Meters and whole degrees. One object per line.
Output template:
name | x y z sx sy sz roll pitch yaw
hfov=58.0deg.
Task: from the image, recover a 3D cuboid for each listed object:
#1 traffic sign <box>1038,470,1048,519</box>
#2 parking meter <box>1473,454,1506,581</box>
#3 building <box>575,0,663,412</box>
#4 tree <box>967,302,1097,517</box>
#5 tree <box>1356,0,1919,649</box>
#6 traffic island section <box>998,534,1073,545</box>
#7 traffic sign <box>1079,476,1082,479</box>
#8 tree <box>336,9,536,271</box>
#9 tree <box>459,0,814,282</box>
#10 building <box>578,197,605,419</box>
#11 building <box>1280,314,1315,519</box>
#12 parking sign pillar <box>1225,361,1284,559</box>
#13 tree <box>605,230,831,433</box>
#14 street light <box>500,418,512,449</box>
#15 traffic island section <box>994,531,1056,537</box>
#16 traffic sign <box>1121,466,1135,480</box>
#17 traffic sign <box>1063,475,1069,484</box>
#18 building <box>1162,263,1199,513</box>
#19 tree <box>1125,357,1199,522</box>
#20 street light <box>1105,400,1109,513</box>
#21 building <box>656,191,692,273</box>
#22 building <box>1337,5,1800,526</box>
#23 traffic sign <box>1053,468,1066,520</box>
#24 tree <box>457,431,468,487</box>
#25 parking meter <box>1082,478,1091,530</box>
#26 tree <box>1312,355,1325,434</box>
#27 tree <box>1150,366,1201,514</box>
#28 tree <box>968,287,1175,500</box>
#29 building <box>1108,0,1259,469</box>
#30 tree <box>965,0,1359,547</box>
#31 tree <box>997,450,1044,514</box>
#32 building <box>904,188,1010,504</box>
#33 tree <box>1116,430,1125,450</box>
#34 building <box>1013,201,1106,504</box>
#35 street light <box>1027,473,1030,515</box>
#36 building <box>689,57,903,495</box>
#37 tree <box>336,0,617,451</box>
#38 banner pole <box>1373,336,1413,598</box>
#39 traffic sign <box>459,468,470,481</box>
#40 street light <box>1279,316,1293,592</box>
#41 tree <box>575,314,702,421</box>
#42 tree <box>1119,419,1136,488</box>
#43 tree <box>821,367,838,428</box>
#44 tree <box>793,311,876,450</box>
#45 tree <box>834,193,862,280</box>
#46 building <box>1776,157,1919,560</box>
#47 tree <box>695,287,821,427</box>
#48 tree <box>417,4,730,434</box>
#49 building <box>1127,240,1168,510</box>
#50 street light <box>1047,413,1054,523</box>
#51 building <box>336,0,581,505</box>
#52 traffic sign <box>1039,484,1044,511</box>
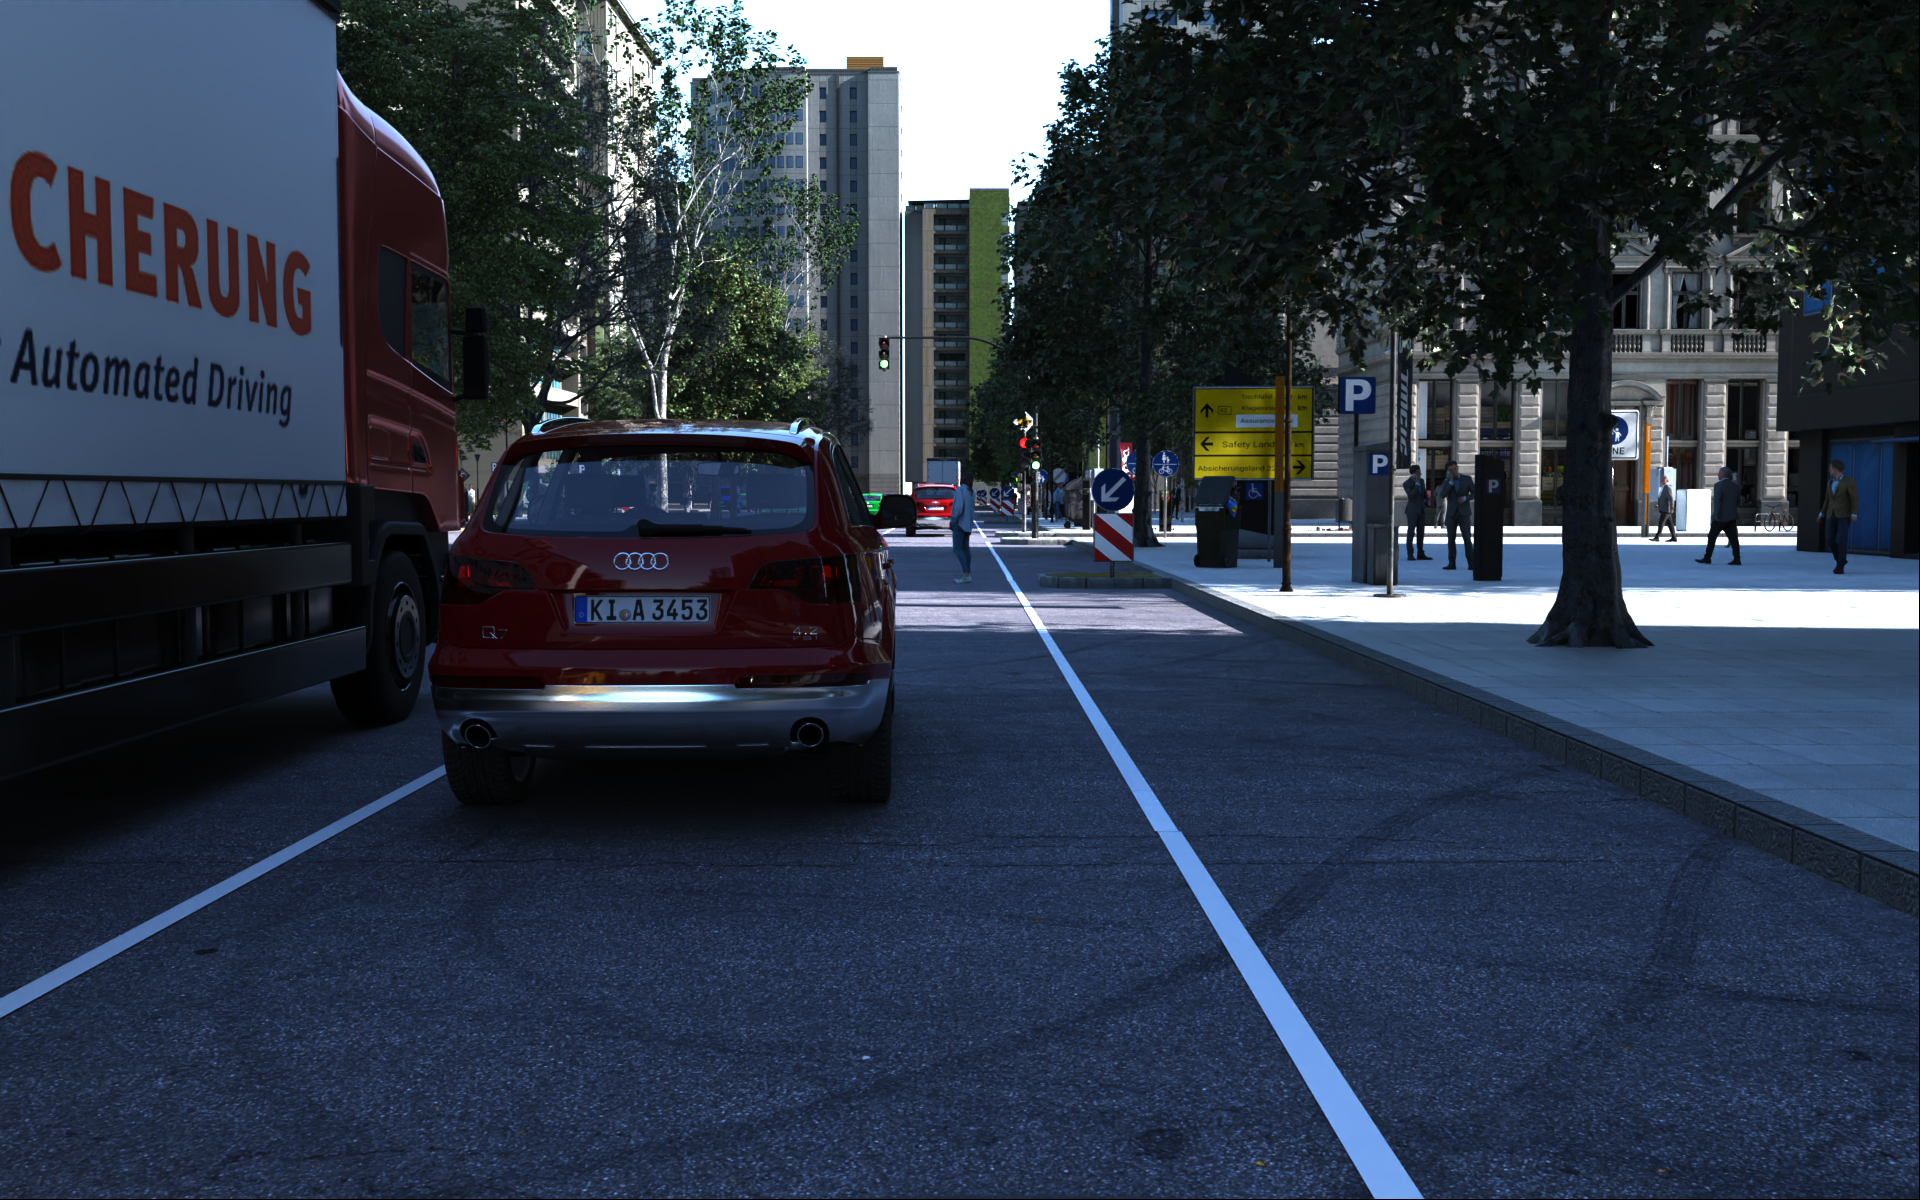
traffic sign | 4.244 -5.549 90.824 0.768 2.556 0.104 0 4 2
parking meter | 7.840 -1.219 25.649 0.399 1.863 0.255 -1 4 -11
building | -47.382 -36.327 183.185 27.495 52.752 28.713 0 3 0
tree | 4.715 -10.973 97.542 7.486 12.596 7.792 0 3 0
tree | 5.269 -5.961 14.474 9.611 12.733 9.660 0 3 0
traffic island section | 2.185 -1.704 50.135 2.009 0.180 2.903 0 3 0
traffic sign | 7.557 -6.393 104.252 0.795 2.593 0.064 0 4 7
tree | -10.413 -5.461 26.153 8.767 10.594 7.601 0 3 0
tree | -11.931 -12.494 62.618 12.611 20.169 13.585 0 3 0
building | -41.465 -23.846 161.583 14.160 30.474 14.107 0 3 0
building | 20.790 -16.425 97.429 11.050 23.489 19.941 0 3 0
parking sign pillar | 5.944 -2.834 34.803 1.447 3.967 1.447 1 4 17
tree | -10.557 -9.497 74.738 9.611 12.733 9.660 0 3 0
street light | -22.291 -6.877 85.220 0.468 5.910 1.993 0 3 0
traffic island section | 2.174 -2.192 58.120 2.009 0.180 2.903 0 3 0
traffic sign | 6.505 -4.043 66.213 0.768 2.556 0.104 0 4 3
traffic sign | 5.245 -5.478 89.678 0.768 2.556 0.104 0 4 3
building | 21.532 -19.763 120.383 12.463 27.353 25.104 0 3 0
tree | 10.432 -7.875 79.121 4.737 8.622 4.395 0 3 0
street light | 4.218 -4.702 49.660 0.468 5.910 1.993 0 3 0
building | -50.491 -35.667 237.773 28.867 44.769 22.147 0 3 0
building | 26.234 -14.924 72.889 19.941 23.489 11.050 0 3 0
traffic sign | 4.813 -5.165 84.560 0.768 2.556 0.104 0 4 6
tree | -31.892 -9.551 106.523 4.360 8.622 3.978 0 3 0
parking meter | 4.537 -3.447 62.063 0.255 1.863 0.399 1 4 11
tree | 13.177 -7.505 73.069 4.737 8.622 4.395 0 3 0
tree | 12.820 -8.879 95.541 4.360 8.622 3.978 0 3 0
tree | 5.142 -8.395 71.675 8.767 10.594 7.601 -1 4 -21
building | 26.302 -39.223 183.296 21.231 58.520 28.212 0 3 0
tree | 4.555 -7.638 41.889 9.611 12.733 9.660 0 3 0
tree | 4.224 -7.980 114.179 4.285 4.588 4.351 0 3 0
building | -0.461 -33.646 233.713 14.086 41.232 14.154 0 3 0
tree | 12.694 -10.246 117.892 4.737 8.622 4.395 0 3 0
building | 14.396 -33.675 234.186 14.086 41.232 14.154 0 3 0
street light | 4.168 -8.104 105.288 0.468 5.910 1.993 0 3 0
building | -21.951 -42.506 236.972 28.212 58.520 21.231 0 3 0
tree | -10.633 -6.920 33.721 7.486 12.596 7.792 0 3 0
banner pole | 5.389 -1.911 21.270 0.401 3.779 0.863 0 4 -7
traffic sign | -24.648 -5.260 85.734 0.795 2.593 0.064 0 4 3
street light | 4.298 -3.049 22.637 0.468 5.910 1.993 0 3 0
tree | -22.599 -13.216 122.734 9.857 13.997 8.962 0 3 0
tree | 12.469 -9.863 111.630 4.360 8.622 3.978 0 3 0
tree | -11.313 -11.307 105.451 7.486 12.596 7.792 0 3 0
tree | -10.672 -12.381 115.252 12.009 13.543 11.850 0 3 0
tree | -12.046 -14.480 95.089 12.611 20.169 13.585 0 3 0
building | 25.434 -23.297 31.017 14.600 45.320 14.200 0 3 0
tree | -11.111 -10.009 84.239 7.486 12.596 7.792 0 3 0
tree | -10.793 -7.995 43.547 12.009 13.543 11.850 0 3 0
building | 22.541 -23.934 163.026 14.160 30.474 14.107 0 3 0
street light | 4.147 -6.423 77.808 0.468 5.910 1.993 0 3 0
building | -44.495 -31.774 143.206 21.300 48.544 21.600 0 3 0
traffic sign | 6.002 -8.031 131.414 0.768 2.556 0.104 0 4 8
